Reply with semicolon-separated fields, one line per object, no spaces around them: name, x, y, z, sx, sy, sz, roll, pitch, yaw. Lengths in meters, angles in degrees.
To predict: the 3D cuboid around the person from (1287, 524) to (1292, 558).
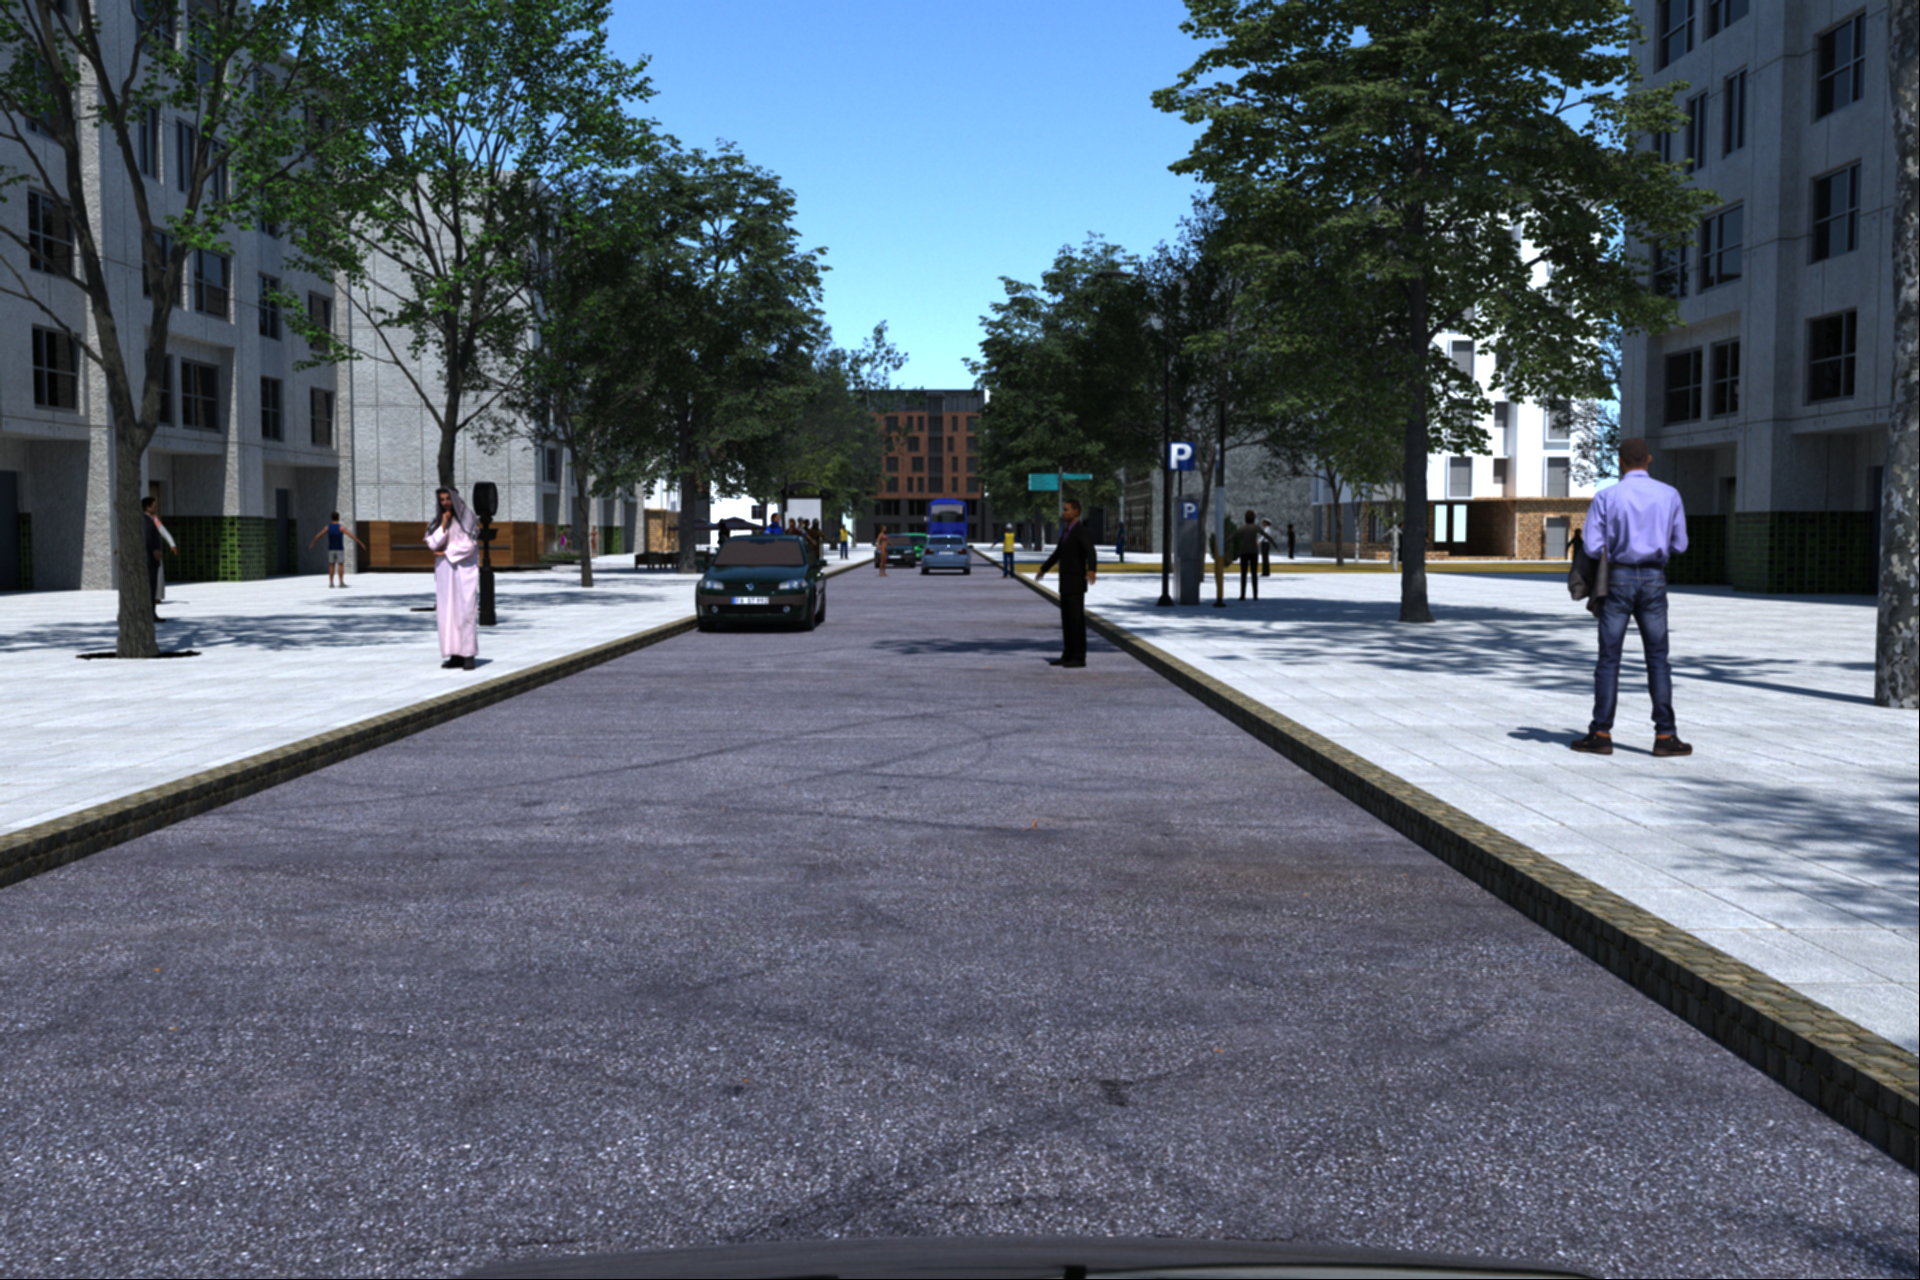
person;17.721;-5.297;92.753;0.704;1.843;1.345;1;4;10

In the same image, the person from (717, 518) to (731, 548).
person;-8.766;-3.545;63.737;0.705;1.856;1.354;-1;4;-14

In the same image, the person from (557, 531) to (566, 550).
person;-18.775;-4.426;81.626;0.599;1.433;0.991;-3;4;-36

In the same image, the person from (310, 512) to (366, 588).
person;-14.917;-2.158;41.444;1.345;1.807;0.704;0;4;0

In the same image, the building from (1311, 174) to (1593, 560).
building;25.249;-14.752;97.608;16.016;20.090;11.380;0;4;0

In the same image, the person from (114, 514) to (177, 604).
person;-14.828;-1.560;31.651;1.347;1.811;0.704;1;4;16

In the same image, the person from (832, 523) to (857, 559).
person;-5.932;-5.060;88.702;1.349;1.833;0.705;-1;4;-23

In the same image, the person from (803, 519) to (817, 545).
person;-5.383;-3.364;61.141;0.704;1.812;1.346;-2;4;-24

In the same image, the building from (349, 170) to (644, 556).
building;-29.395;-14.291;100.109;16.747;18.905;31.486;0;4;-1

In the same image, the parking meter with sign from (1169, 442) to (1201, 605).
parking meter with sign;4.164;-2.184;31.976;0.543;3.016;1.738;0;3;0

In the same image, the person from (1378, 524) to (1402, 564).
person;18.732;-4.189;74.682;1.347;1.806;0.705;1;4;12

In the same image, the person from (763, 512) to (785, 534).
person;-4.694;-2.344;44.296;0.704;1.831;1.345;2;4;30

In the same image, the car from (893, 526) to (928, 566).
car;-2.157;-4.332;79.619;1.959;1.807;4.718;0;4;-1

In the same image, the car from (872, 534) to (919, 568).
car;-2.754;-3.943;74.254;2.009;1.686;4.222;0;4;-1

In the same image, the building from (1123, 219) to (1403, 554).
building;21.755;-17.805;122.044;19.493;23.208;18.063;0;3;0

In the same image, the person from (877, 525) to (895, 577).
person;-2.518;-3.012;58.498;0.721;1.733;1.217;1;4;23

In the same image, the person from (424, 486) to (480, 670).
person;-4.842;-0.601;16.546;0.551;1.740;0.621;0;4;-7

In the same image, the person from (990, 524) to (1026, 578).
person;1.567;-2.905;56.419;1.216;1.772;0.721;-1;4;-14

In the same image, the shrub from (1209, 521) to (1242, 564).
shrub;11.511;-4.314;74.959;1.690;2.028;1.600;0;3;0

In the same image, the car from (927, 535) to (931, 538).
car;-2.199;-5.576;103.530;2.083;1.381;4.827;0;4;0

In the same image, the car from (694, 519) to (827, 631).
car;-3.032;-1.043;26.838;2.009;1.686;4.222;0;4;-1

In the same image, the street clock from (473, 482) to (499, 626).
street clock;-6.620;-1.201;24.206;0.358;2.002;0.471;0;4;0

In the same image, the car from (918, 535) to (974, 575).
car;-0.501;-3.063;62.084;2.014;1.417;4.499;0;4;0

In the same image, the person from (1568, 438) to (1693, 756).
person;3.938;-0.262;10.188;0.709;1.838;0.599;1;4;10

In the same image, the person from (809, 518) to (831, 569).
person;-5.259;-3.521;63.342;0.705;1.858;1.354;3;5;40

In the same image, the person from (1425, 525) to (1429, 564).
person;19.578;-4.109;73.116;0.705;1.837;1.347;0;4;8

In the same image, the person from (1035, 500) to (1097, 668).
person;1.192;-0.615;18.732;0.704;1.802;1.346;-1;4;-23

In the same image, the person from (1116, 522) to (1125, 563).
person;7.065;-4.292;76.308;0.704;1.817;1.347;0;4;2

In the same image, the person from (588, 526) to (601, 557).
person;-20.116;-5.393;94.972;1.217;1.733;0.721;2;4;34

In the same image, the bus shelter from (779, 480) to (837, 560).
bus shelter;-6.023;-4.547;68.267;2.014;3.302;5.546;0;4;-1

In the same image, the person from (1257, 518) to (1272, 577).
person;9.167;-2.806;52.344;0.721;1.778;1.216;2;4;25

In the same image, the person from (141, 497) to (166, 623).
person;-11.772;-1.173;25.231;0.704;1.823;1.345;-2;4;-27

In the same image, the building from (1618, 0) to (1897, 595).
building;25.698;-9.955;29.221;16.747;18.905;31.486;0;4;0

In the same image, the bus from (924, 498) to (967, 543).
bus;-0.947;-7.769;118.575;2.896;3.916;12.251;0;4;-2

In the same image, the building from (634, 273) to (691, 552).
building;-26.341;-16.506;126.295;16.016;20.090;11.380;0;4;-1

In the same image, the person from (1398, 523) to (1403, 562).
person;20.363;-4.511;79.941;0.705;1.806;1.347;1;4;10

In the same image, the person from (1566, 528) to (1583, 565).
person;16.570;-2.271;46.347;0.989;1.438;0.599;-2;4;-25

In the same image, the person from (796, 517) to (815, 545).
person;-5.204;-3.122;56.903;0.705;1.847;1.347;2;4;28

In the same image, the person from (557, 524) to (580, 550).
person;-19.843;-4.986;87.795;1.348;1.796;0.705;-1;4;-19

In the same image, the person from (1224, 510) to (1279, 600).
person;5.592;-1.639;33.561;1.215;1.744;0.721;0;4;-2

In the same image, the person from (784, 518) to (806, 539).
person;-4.811;-2.583;49.040;1.215;1.729;0.721;2;4;30

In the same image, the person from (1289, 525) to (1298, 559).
person;17.123;-5.031;88.970;0.721;1.740;1.216;0;4;-5
